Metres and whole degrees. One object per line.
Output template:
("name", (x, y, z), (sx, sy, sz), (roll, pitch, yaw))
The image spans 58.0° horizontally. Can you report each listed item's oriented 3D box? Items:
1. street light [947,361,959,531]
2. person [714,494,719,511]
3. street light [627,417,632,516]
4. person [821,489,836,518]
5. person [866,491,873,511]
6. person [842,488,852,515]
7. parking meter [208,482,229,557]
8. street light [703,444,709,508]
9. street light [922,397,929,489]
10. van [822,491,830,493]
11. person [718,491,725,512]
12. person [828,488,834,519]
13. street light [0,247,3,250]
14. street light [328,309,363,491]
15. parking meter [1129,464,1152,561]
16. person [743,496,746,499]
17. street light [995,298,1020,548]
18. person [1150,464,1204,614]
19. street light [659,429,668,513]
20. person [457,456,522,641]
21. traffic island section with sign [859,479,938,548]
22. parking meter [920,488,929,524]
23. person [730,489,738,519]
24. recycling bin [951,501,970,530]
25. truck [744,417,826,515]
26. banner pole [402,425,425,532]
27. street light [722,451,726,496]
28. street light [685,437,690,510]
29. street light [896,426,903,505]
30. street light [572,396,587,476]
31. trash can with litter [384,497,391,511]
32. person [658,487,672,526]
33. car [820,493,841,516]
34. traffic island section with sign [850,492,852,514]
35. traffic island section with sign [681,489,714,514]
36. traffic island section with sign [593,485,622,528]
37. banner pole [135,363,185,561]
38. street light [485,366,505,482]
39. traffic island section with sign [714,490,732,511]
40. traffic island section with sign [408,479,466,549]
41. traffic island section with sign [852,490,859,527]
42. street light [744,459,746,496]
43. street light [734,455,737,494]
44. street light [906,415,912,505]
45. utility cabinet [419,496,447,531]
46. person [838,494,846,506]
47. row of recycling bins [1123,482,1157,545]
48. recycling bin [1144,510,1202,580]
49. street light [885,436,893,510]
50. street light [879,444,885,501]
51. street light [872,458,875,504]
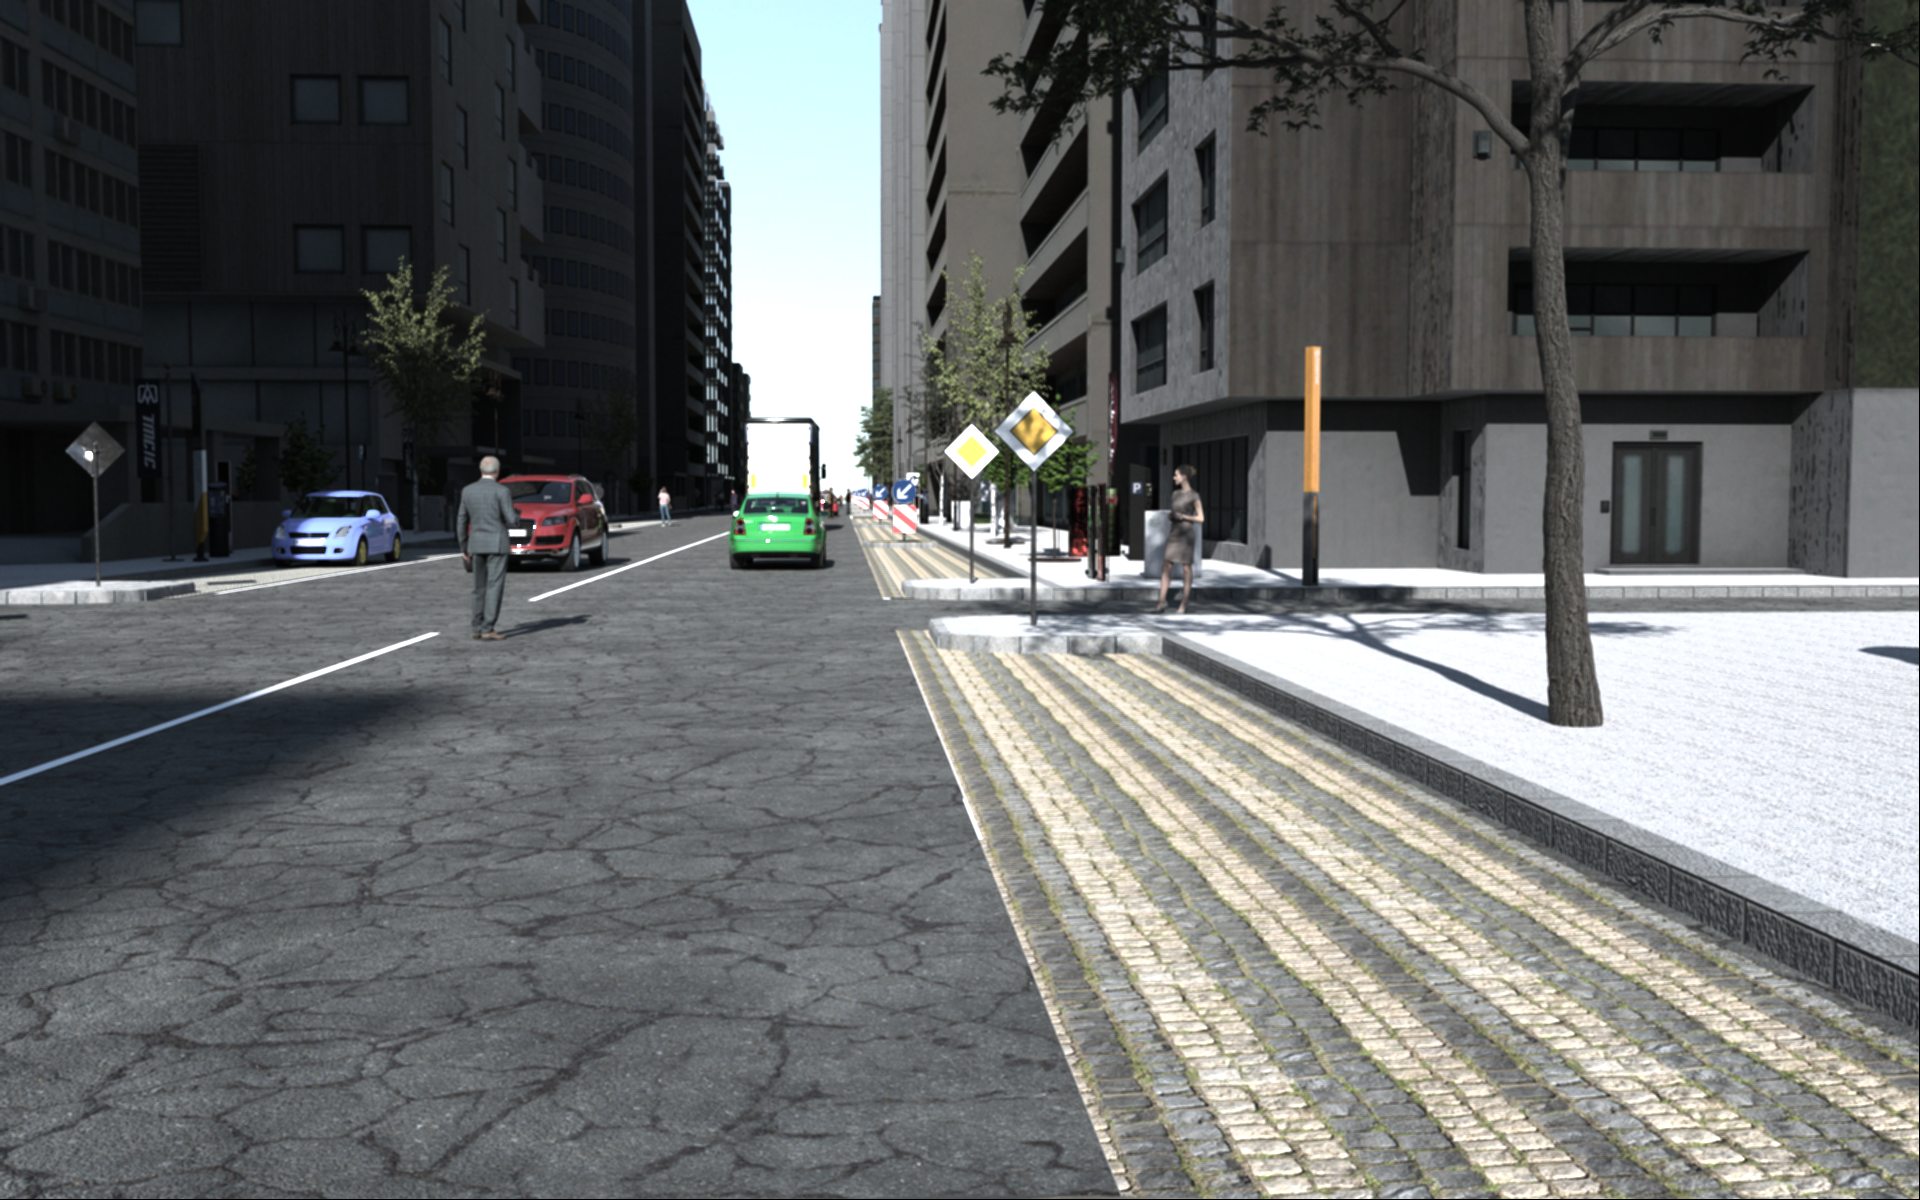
("street light", (-0.162, -5.349, 60.252), (0.468, 5.910, 1.993), (0, 4, -4))
("person", (-20.172, -8.085, 143.915), (0.599, 1.433, 0.991), (-1, 4, -17))
("street light", (-19.240, -7.822, 100.679), (0.468, 5.910, 1.993), (0, 4, -4))
("person", (-8.182, -5.893, 105.644), (1.217, 1.735, 0.721), (0, 4, 7))
("person", (-7.655, -8.399, 146.746), (0.541, 1.710, 0.530), (1, 4, 15))
("person", (-7.723, -6.781, 119.380), (0.705, 1.822, 1.348), (-2, 4, -28))
("parking meter", (-15.065, -1.638, 35.188), (0.372, 1.533, 0.369), (0, 3, 0))
("street light", (-23.304, -11.411, 159.365), (0.468, 5.910, 1.993), (0, 4, -4))
("street light", (-1.575, -6.567, 80.164), (0.468, 5.910, 1.993), (0, 4, -4))
("van", (-17.714, -13.632, 229.894), (2.013, 2.044, 4.112), (0, 4, -4))
("person", (-19.437, -8.026, 140.655), (0.436, 1.711, 0.756), (3, 5, 45))
("person", (-7.556, -5.655, 101.055), (0.705, 1.812, 1.348), (0, 4, -7))
("street light", (-13.957, -3.149, 24.279), (0.468, 5.910, 1.993), (0, 4, -4))
("street light", (-15.351, -4.318, 43.391), (0.468, 5.910, 1.993), (0, 4, -4))
("parking meter", (3.486, -1.697, 33.464), (0.399, 1.863, 0.255), (2, 4, 34))
("person", (-20.123, -9.491, 164.391), (1.217, 1.735, 0.721), (3, 4, 38))
("street light", (1.120, -4.172, 41.007), (0.468, 5.910, 1.993), (0, 4, -4))
("person", (2.586, -0.719, 20.594), (0.374, 1.781, 0.599), (-3, 5, -40))
("street light", (-20.579, -9.016, 120.206), (0.468, 5.910, 1.993), (0, 4, -4))
("person", (-4.618, -0.517, 17.127), (0.661, 1.801, 0.590), (1, 4, 15))
("traffic island section with sign", (-1.633, -2.329, 46.702), (1.989, 1.847, 2.006), (0, 4, -4))
("parking meter", (-1.542, -4.037, 74.416), (0.372, 1.533, 0.369), (0, 3, 0))
("person", (-13.171, -5.601, 100.993), (0.541, 1.710, 0.530), (-3, 5, -39))
("recycling bin", (0.103, -3.078, 62.886), (0.722, 1.027, 0.722), (1, 4, 11))
("truck", (-6.890, -4.894, 68.933), (2.839, 4.237, 11.283), (0, 4, -3))
("banner pole", (-18.373, -4.164, 58.096), (0.863, 3.779, 0.401), (2, 4, 24))
("street light", (-24.934, -12.877, 183.325), (0.468, 5.910, 1.993), (0, 4, -4))
("street light", (-21.886, -10.186, 139.324), (0.468, 5.910, 1.993), (0, 4, -4))
("street light", (-4.111, -8.892, 118.165), (0.468, 5.910, 1.993), (0, 4, -4))
("street light", (-17.932, -6.665, 81.763), (0.468, 5.910, 1.993), (0, 4, -4))
("trash can with litter", (-30.711, -5.001, 93.151), (1.055, 1.170, 0.624), (0, 4, 8))
("person", (-13.112, -4.163, 77.161), (0.593, 1.750, 0.643), (-1, 4, -21))
("car", (-8.833, -6.334, 112.607), (2.155, 1.783, 4.494), (0, 4, -6))
("traffic island section with sign", (-6.974, -7.082, 124.410), (1.989, 1.847, 2.006), (0, 4, -4))
("traffic island section with sign", (-18.788, -7.013, 123.289), (1.989, 1.847, 2.006), (0, 4, -4))
("traffic island section with sign", (-15.353, -3.944, 73.105), (1.989, 1.847, 2.006), (0, 4, -4))
("banner pole", (-15.301, -2.632, 33.053), (0.863, 3.779, 0.401), (0, 4, -3))
("street light", (-16.719, -5.487, 62.505), (0.468, 5.910, 1.993), (0, 4, -4))
("traffic island section with sign", (-20.642, -8.658, 150.180), (1.989, 1.847, 2.006), (0, 4, -4))
("traffic island section with sign", (-13.510, -2.299, 46.213), (1.989, 1.847, 2.006), (0, 4, -4))
("traffic island section with sign", (-3.550, -4.028, 74.490), (1.989, 1.847, 2.006), (0, 4, -4))
("street light", (-27.572, -15.261, 222.296), (0.468, 5.910, 1.993), (0, 4, -4))
("street light", (-26.273, -14.072, 202.859), (0.468, 5.910, 1.993), (0, 4, -4))
("street light", (-2.877, -7.749, 99.483), (0.468, 5.910, 1.993), (0, 4, -4))
("utility cabinet", (-18.320, -3.004, 60.277), (0.306, 1.237, 1.020), (2, 4, 29))
("person", (-11.918, -9.871, 173.155), (1.065, 1.426, 0.557), (-1, 4, -19))
("row of recycling bins", (5.872, -2.240, 43.730), (3.534, 1.692, 1.069), (0, 4, -1))
("recycling bin", (3.246, -0.845, 26.363), (0.722, 1.027, 0.722), (2, 4, 24))
("street light", (-5.511, -10.060, 137.276), (0.468, 5.910, 1.993), (0, 4, -4))
("street light", (-6.793, -11.240, 156.565), (0.468, 5.910, 1.993), (0, 4, -4))
("street light", (-9.840, -13.909, 200.204), (0.468, 5.910, 1.993), (0, 4, -4))
